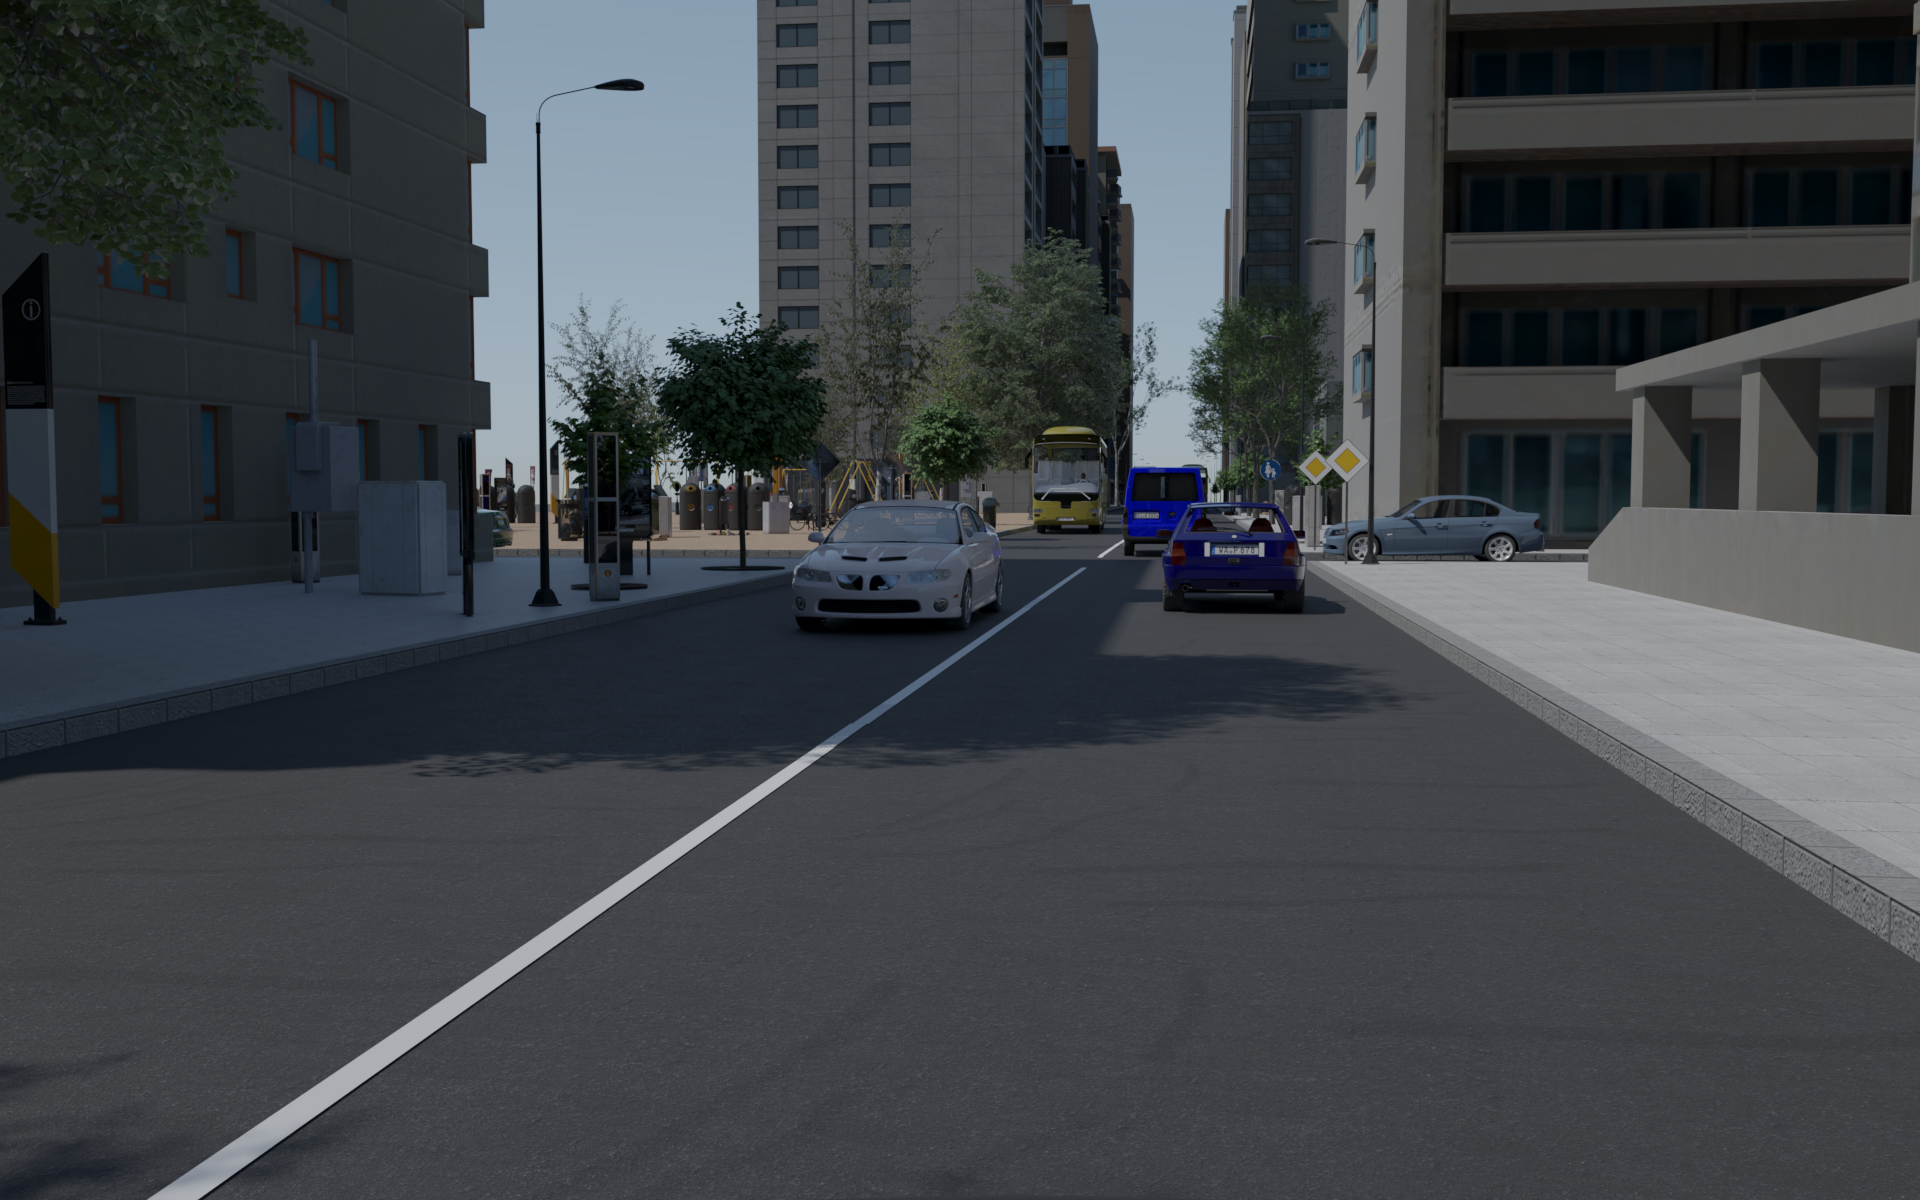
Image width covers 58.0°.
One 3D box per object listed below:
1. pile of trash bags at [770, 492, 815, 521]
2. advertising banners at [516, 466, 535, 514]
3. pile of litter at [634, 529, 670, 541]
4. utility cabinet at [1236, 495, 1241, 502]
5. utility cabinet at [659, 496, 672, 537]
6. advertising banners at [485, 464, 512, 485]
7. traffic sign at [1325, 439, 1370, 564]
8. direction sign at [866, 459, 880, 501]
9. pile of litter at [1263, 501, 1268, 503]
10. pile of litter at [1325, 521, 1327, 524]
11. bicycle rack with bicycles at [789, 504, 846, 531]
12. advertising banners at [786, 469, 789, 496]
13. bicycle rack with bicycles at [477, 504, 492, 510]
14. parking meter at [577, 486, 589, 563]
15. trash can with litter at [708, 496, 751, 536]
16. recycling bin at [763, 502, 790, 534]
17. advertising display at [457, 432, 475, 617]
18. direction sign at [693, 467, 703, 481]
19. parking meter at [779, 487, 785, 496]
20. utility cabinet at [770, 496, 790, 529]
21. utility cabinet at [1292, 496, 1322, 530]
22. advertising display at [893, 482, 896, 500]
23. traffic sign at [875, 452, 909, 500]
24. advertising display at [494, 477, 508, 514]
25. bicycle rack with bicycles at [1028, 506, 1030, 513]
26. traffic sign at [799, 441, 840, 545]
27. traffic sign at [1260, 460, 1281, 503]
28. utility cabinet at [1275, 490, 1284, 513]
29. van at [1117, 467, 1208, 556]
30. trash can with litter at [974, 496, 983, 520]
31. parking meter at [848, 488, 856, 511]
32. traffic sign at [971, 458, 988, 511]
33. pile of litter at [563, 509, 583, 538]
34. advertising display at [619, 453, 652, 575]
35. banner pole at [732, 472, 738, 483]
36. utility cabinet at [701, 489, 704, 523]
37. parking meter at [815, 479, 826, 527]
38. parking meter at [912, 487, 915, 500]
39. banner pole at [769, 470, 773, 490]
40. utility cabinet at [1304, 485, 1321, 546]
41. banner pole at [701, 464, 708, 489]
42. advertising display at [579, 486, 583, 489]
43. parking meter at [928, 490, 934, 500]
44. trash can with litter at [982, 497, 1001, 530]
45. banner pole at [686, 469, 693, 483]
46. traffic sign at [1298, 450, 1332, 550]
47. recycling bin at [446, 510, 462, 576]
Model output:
[{"bbox_3d":[-8.579,-4.558,84.281,1.912,1.369,3.447,-3,5,-41],"label":"pile of trash bags"},{"bbox_3d":[-27.093,-6.835,107.937,2.074,3.025,0.090,3,5,39],"label":"advertising banners"},{"bbox_3d":[-8.613,-2.078,47.936,1.176,0.858,1.719,0,4,5],"label":"pile of litter"},{"bbox_3d":[16.370,-5.547,101.855,0.306,1.237,1.020,1,4,12],"label":"utility cabinet"},{"bbox_3d":[-8.728,-2.461,51.397,0.306,1.237,1.020,0,4,-4],"label":"utility cabinet"},{"bbox_3d":[-26.880,-6.425,101.236,0.090,3.025,2.074,2,4,27],"label":"advertising banners"},{"bbox_3d":[7.046,-1.708,31.574,0.795,2.450,0.064,0,4,8],"label":"traffic sign"},{"bbox_3d":[-5.641,-7.362,112.363,0.876,3.537,0.379,0,4,8],"label":"direction sign"},{"bbox_3d":[18.912,-5.679,106.814,1.719,0.858,1.176,1,4,10],"label":"pile of litter"},{"bbox_3d":[16.342,-3.718,74.750,1.719,0.858,1.176,-1,4,-14],"label":"pile of litter"},{"bbox_3d":[-4.520,-2.897,60.744,2.925,0.926,2.852,-1,4,-9],"label":"bicycle rack with bicycles"},{"bbox_3d":[-7.577,-4.893,76.195,0.090,3.025,2.074,0,4,-4],"label":"advertising banners"},{"bbox_3d":[-20.898,-3.693,73.768,2.852,0.926,2.925,0,4,-5],"label":"bicycle rack with bicycles"},{"bbox_3d":[-6.806,-1.452,32.145,0.372,1.533,0.369,0,3,0],"label":"parking meter"},{"bbox_3d":[-7.102,-2.641,54.237,1.678,1.210,2.233,1,4,20],"label":"trash can with litter"},{"bbox_3d":[-5.945,-2.657,55.996,0.722,1.027,0.722,-1,4,-20],"label":"recycling bin"},{"bbox_3d":[-5.262,-0.811,18.467,0.123,1.923,0.974,-1,4,-18],"label":"advertising display"},{"bbox_3d":[-16.154,-7.028,106.907,0.876,3.537,0.379,3,4,36],"label":"direction sign"},{"bbox_3d":[-6.874,-3.536,66.220,0.372,1.533,0.369,0,3,0],"label":"parking meter"},{"bbox_3d":[-6.847,-3.252,64.327,1.020,1.237,0.306,0,4,5],"label":"utility cabinet"},{"bbox_3d":[12.575,-3.154,62.734,1.020,1.237,0.306,2,4,27],"label":"utility cabinet"},{"bbox_3d":[-3.043,-4.581,80.107,0.123,1.923,0.974,0,4,1],"label":"advertising display"},{"bbox_3d":[-1.606,-2.273,40.798,0.795,2.450,0.064,0,4,8],"label":"traffic sign"},{"bbox_3d":[-17.796,-3.787,67.127,0.123,1.923,0.974,1,4,9],"label":"advertising display"},{"bbox_3d":[5.935,-5.666,106.029,2.925,0.926,2.852,2,4,27],"label":"bicycle rack with bicycles"},{"bbox_3d":[-2.660,-1.788,32.882,0.795,2.450,0.064,0,4,8],"label":"traffic sign"},{"bbox_3d":[11.467,-3.907,63.985,0.768,2.556,0.104,1,4,15],"label":"traffic sign"},{"bbox_3d":[19.405,-5.815,103.759,1.173,1.500,0.318,2,4,28],"label":"utility cabinet"},{"bbox_3d":[4.889,-2.280,41.664,2.240,2.365,5.245,0,4,6],"label":"van"},{"bbox_3d":[0.861,-4.590,86.105,1.678,1.210,2.233,-1,4,-21],"label":"trash can with litter"},{"bbox_3d":[-4.882,-4.280,78.381,0.372,1.533,0.369,0,3,0],"label":"parking meter"},{"bbox_3d":[0.540,-3.525,57.732,0.768,2.556,0.104,1,4,14],"label":"traffic sign"},{"bbox_3d":[-10.885,-2.213,50.147,1.176,0.858,1.719,3,5,44],"label":"pile of litter"},{"bbox_3d":[-5.349,-1.351,27.297,0.974,1.923,0.123,-1,4,-15],"label":"advertising display"},{"bbox_3d":[-13.444,-6.971,103.990,0.863,3.779,0.401,-1,4,-19],"label":"banner pole"},{"bbox_3d":[-11.170,-4.129,76.193,1.173,1.500,0.318,-3,4,-39],"label":"utility cabinet"},{"bbox_3d":[-5.368,-3.728,66.659,0.255,1.863,0.399,3,4,36],"label":"parking meter"},{"bbox_3d":[-1.821,-3.303,62.423,0.372,1.533,0.369,0,3,0],"label":"parking meter"},{"bbox_3d":[-11.514,-7.095,106.019,0.863,3.779,0.401,3,4,37],"label":"banner pole"},{"bbox_3d":[8.629,-2.066,42.465,0.318,1.500,1.173,0,4,8],"label":"utility cabinet"},{"bbox_3d":[-13.774,-6.308,93.149,0.401,3.779,0.863,2,4,28],"label":"banner pole"},{"bbox_3d":[-18.552,-4.952,86.185,0.974,1.923,0.123,2,4,29],"label":"advertising display"},{"bbox_3d":[-1.941,-6.553,115.559,0.372,1.533,0.369,0,3,0],"label":"parking meter"},{"bbox_3d":[1.049,-3.043,61.138,0.624,1.170,1.055,1,4,11],"label":"trash can with litter"},{"bbox_3d":[-16.875,-7.232,108.265,0.863,3.779,0.401,0,4,6],"label":"banner pole"},{"bbox_3d":[8.100,-2.192,39.490,0.795,2.450,0.064,0,4,8],"label":"traffic sign"},{"bbox_3d":[-8.335,-0.910,27.427,0.722,1.027,0.722,-2,4,-32],"label":"recycling bin"}]
